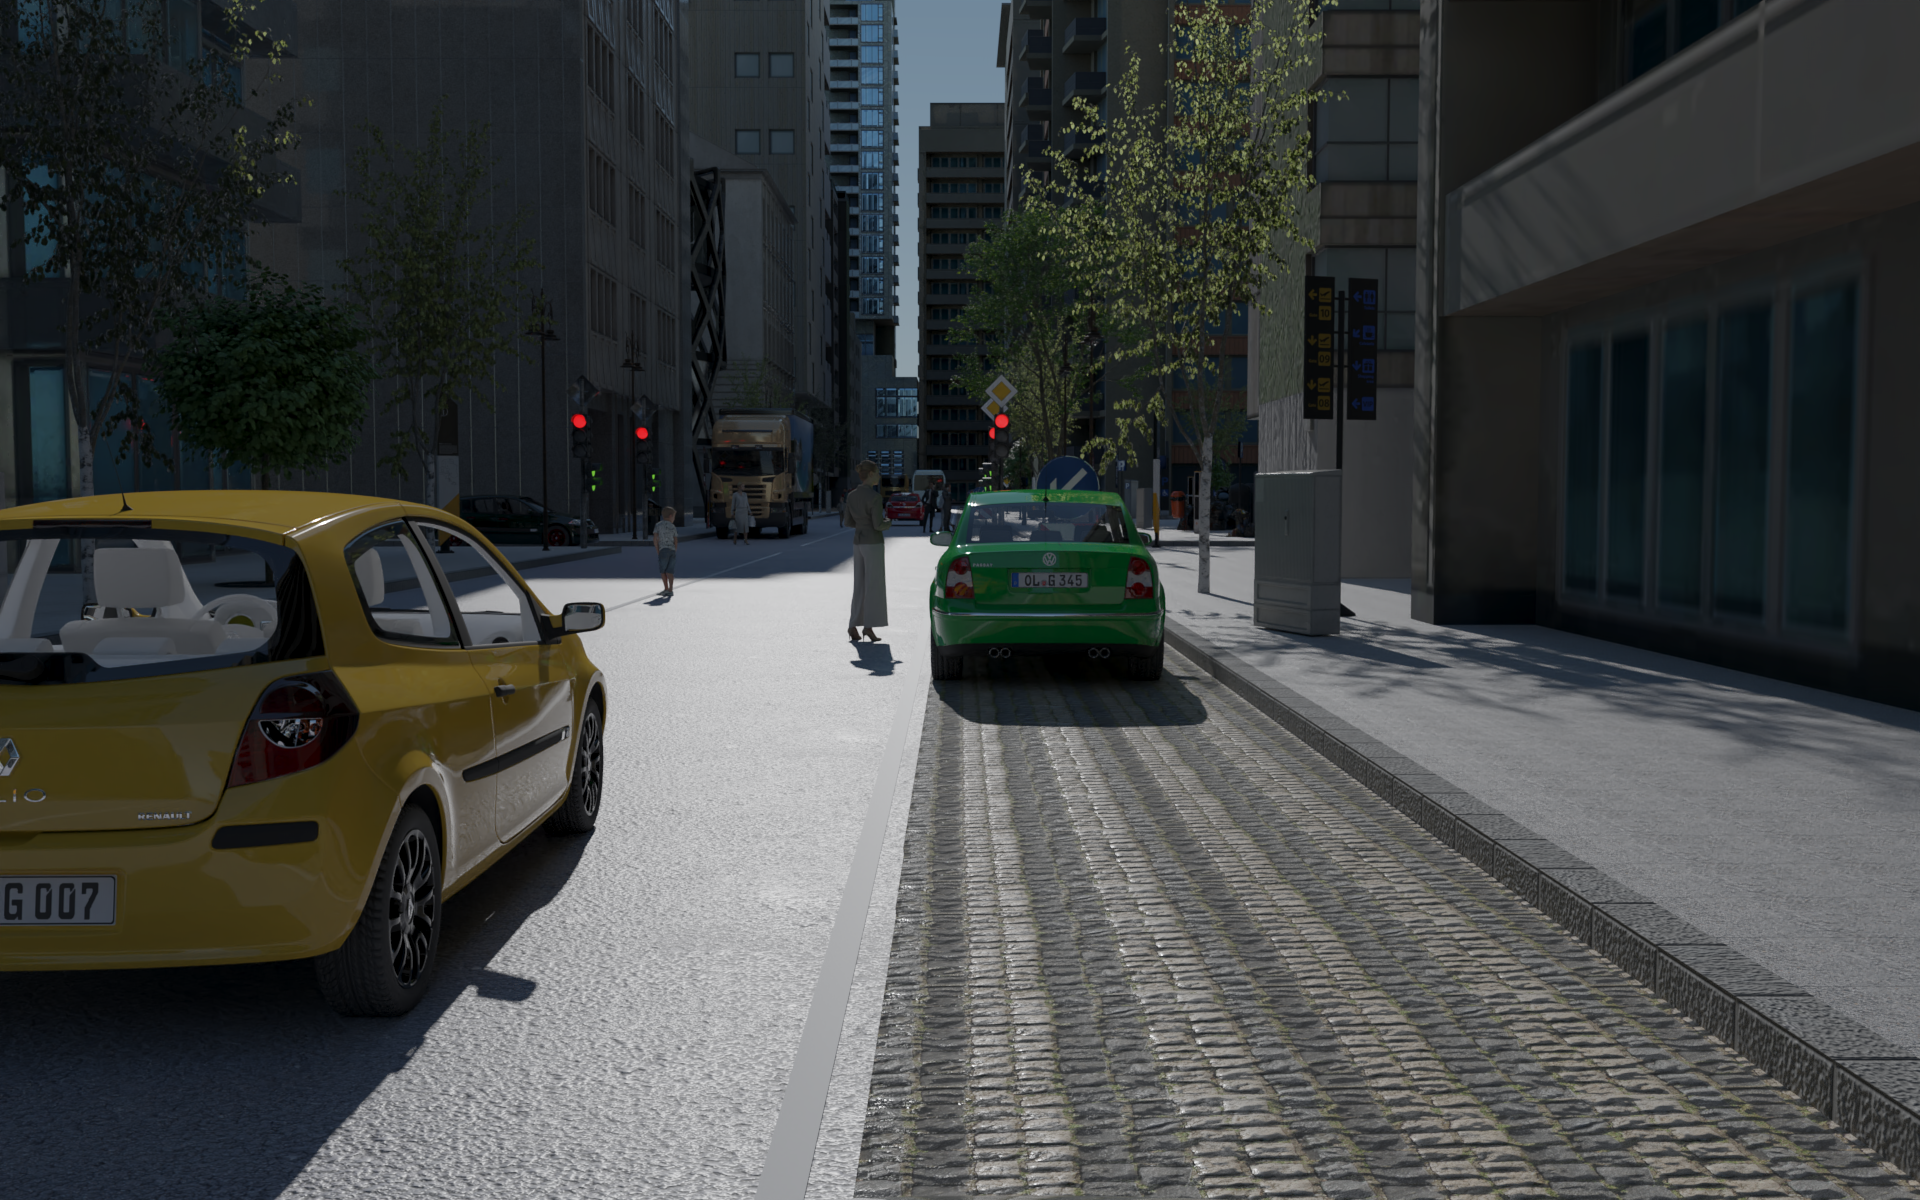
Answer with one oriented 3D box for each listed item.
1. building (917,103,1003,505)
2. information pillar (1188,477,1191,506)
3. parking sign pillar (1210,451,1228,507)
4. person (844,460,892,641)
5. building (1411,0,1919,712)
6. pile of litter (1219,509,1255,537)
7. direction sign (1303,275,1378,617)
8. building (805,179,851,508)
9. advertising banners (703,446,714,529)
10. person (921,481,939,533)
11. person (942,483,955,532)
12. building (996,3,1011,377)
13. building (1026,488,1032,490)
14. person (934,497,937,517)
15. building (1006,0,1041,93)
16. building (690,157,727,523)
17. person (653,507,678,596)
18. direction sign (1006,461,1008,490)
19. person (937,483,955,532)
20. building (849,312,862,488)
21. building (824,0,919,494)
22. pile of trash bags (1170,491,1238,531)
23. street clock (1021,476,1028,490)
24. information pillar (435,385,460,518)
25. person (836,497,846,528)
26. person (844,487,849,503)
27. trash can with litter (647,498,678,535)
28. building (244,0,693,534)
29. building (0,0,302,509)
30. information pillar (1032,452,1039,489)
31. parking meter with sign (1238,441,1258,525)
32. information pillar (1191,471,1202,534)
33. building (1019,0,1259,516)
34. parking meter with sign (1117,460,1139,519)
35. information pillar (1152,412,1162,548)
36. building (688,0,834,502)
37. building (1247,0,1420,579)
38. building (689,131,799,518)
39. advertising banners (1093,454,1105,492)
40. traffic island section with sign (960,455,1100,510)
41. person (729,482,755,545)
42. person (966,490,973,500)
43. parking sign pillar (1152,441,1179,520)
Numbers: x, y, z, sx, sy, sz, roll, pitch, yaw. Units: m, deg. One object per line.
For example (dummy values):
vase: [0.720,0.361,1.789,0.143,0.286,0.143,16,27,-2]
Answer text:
building: [5.569,-36.348,217.987,21.600,48.544,21.300,0,3,0]
information pillar: [9.852,-4.211,73.338,0.304,2.012,0.304,-3,5,-44]
parking sign pillar: [13.861,-6.458,94.055,1.447,3.967,1.447,-1,4,-11]
person: [-0.865,-0.478,16.868,0.362,1.759,0.519,-3,5,-44]
building: [15.288,-23.373,5.859,21.300,48.544,21.600,0,3,0]
pile of litter: [8.540,-2.306,51.674,1.176,0.858,1.719,-2,4,-30]
direction sign: [3.986,-1.602,18.189,0.876,3.537,0.379,-1,4,-21]
building: [-17.478,-23.643,158.256,14.160,30.474,14.107,0,3,0]
advertising banners: [-9.380,-4.173,64.413,0.090,3.025,2.074,0,4,1]
person: [-1.098,-3.459,64.423,0.648,1.900,0.474,-1,4,-14]
person: [-0.401,-3.424,64.294,0.447,1.846,0.655,1,4,20]
building: [18.473,-36.410,184.535,28.713,52.752,27.495,0,3,0]
building: [21.157,-27.237,137.206,32.217,40.220,23.993,0,3,0]
person: [-1.748,-6.058,107.722,0.661,1.801,0.590,3,5,40]
building: [15.193,-32.811,160.162,21.300,48.544,21.600,0,3,0]
building: [-19.130,-12.853,77.595,16.820,18.784,16.811,0,3,0]
person: [-4.147,-0.684,24.373,0.332,1.250,0.352,1,4,13]
direction sign: [3.030,-7.246,110.463,0.379,3.537,0.876,1,4,16]
person: [-0.515,-3.493,65.494,0.818,1.842,0.514,-1,4,-19]
building: [-25.698,-20.811,185.306,28.899,21.520,27.650,0,3,0]
building: [-20.731,-55.359,217.796,31.000,86.520,22.319,0,3,0]
pile of trash bags: [8.477,-3.143,61.147,1.912,1.369,3.447,3,5,39]
street clock: [2.628,-4.048,70.757,0.358,2.002,0.471,1,4,13]
information pillar: [-11.094,-2.820,37.465,0.504,3.616,0.183,-3,5,-43]
person: [-5.040,-3.752,74.118,0.475,1.303,0.640,-1,4,-21]
person: [-6.703,-5.700,101.677,0.713,1.824,0.794,1,4,21]
trash can with litter: [-9.363,-2.609,54.037,1.055,1.170,0.624,-1,4,-22]
building: [-16.699,-14.722,58.733,12.078,24.808,19.932,0,3,0]
building: [-27.990,-24.888,26.527,30.456,49.044,23.786,0,3,0]
information pillar: [3.728,-5.784,85.930,0.183,3.616,0.504,2,4,35]
parking meter with sign: [10.073,-3.726,57.175,1.738,3.016,0.543,1,4,18]
information pillar: [7.767,-3.146,55.936,0.304,2.012,0.304,-2,4,-30]
building: [14.958,-27.772,108.691,22.147,44.769,28.867,0,3,0]
parking meter with sign: [8.946,-5.739,90.095,0.543,3.016,1.738,3,5,44]
information pillar: [4.702,-3.061,41.409,0.183,3.616,0.504,1,4,15]
building: [-24.417,-33.491,136.813,28.713,52.752,27.495,0,3,0]
building: [12.418,-21.302,31.876,14.154,41.232,14.086,0,3,0]
building: [-15.142,-15.428,101.406,9.793,20.994,18.267,0,3,0]
advertising banners: [5.948,-4.805,74.745,0.090,3.025,2.074,-1,4,-13]
traffic island section with sign: [1.005,-0.612,18.639,1.989,1.847,2.006,0,3,0]
person: [-6.172,-2.450,48.916,0.694,1.780,0.624,-1,4,-21]
person: [0.943,-8.370,145.904,0.990,1.755,0.434,-1,4,-16]
parking sign pillar: [10.309,-6.044,87.293,1.447,3.967,1.447,0,4,5]
